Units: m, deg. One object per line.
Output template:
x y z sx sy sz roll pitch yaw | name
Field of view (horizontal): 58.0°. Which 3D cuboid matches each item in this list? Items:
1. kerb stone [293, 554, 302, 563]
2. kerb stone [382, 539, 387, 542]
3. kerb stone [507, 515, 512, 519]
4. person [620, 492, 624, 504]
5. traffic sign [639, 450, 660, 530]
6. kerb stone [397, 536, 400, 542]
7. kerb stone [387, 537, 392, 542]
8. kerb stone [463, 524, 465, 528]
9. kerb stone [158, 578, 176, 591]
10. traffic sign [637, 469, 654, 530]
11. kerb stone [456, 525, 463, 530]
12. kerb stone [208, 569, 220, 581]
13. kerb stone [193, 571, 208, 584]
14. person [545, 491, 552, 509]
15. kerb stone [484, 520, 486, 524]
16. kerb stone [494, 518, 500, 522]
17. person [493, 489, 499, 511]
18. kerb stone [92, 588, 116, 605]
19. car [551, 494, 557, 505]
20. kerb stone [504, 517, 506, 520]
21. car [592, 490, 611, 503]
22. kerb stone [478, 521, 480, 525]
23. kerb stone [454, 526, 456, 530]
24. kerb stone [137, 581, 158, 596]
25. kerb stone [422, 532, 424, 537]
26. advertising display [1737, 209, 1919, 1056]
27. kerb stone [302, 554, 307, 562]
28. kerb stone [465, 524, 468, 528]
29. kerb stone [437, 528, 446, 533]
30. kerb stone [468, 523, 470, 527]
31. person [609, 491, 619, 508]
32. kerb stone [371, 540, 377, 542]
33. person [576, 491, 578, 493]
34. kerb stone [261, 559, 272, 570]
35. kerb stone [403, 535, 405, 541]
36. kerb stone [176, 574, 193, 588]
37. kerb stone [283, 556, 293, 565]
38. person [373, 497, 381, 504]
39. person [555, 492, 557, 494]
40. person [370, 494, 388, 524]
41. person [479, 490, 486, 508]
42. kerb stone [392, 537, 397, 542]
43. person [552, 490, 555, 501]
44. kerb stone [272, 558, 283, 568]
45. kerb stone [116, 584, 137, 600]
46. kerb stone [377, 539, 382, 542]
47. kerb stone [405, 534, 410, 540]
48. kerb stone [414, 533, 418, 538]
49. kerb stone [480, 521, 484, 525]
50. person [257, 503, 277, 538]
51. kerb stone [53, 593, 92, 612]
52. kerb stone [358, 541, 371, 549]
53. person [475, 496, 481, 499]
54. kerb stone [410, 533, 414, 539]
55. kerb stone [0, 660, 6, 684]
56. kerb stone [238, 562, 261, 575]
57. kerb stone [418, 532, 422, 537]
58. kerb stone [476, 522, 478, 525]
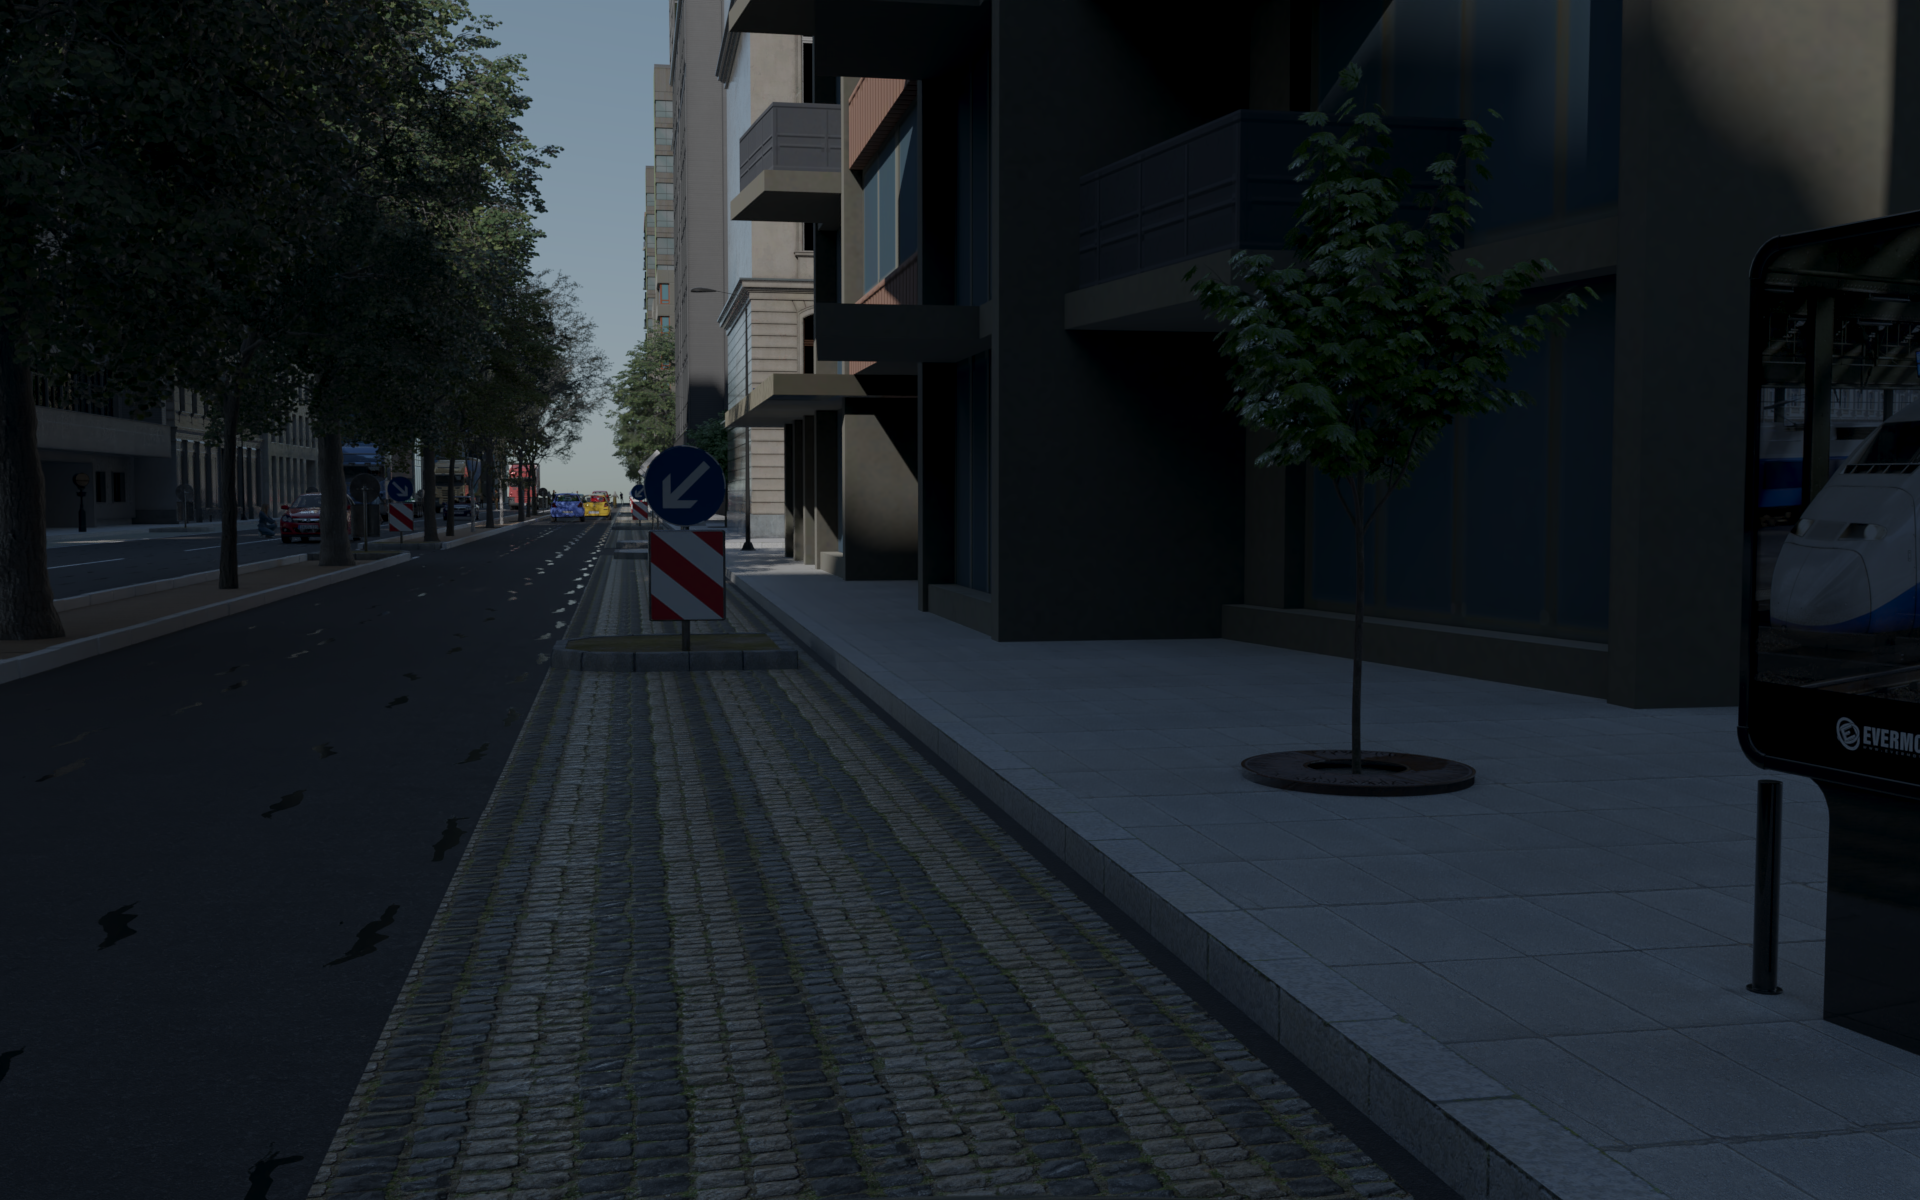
-13.776 -0.826 35.702 0.120 0.150 1.000 -1 4 -11 | kerb stone
-16.184 -1.597 48.309 0.120 0.150 1.000 -1 4 -11 | kerb stone
-26.033 -4.739 99.671 0.120 0.150 1.000 -1 4 -11 | kerb stone
-47.881 -14.436 244.979 0.683 1.767 0.568 1 4 12 | person
-6.821 -2.166 39.059 0.795 2.450 0.064 -1 4 -11 | traffic sign
-16.769 -1.782 51.332 0.120 0.150 1.000 -1 4 -11 | kerb stone
-16.378 -1.656 49.320 0.120 0.150 1.000 -1 4 -11 | kerb stone
-20.630 -3.013 71.480 0.120 0.150 1.000 -1 4 -11 | kerb stone
-11.838 -0.209 25.634 0.120 0.150 1.000 -1 4 -11 | kerb stone
-8.324 -2.646 46.902 0.795 2.450 0.064 -1 4 -11 | traffic sign
-20.435 -2.948 70.472 0.120 0.150 1.000 -1 4 -11 | kerb stone
-12.411 -0.395 28.647 0.120 0.150 1.000 -1 4 -11 | kerb stone
-12.223 -0.333 27.642 0.120 0.150 1.000 -1 4 -11 | kerb stone
-39.224 -9.548 165.343 1.217 1.736 0.721 -1 4 -12 | person
-22.554 -3.625 81.537 0.120 0.150 1.000 -1 4 -11 | kerb stone
-24.684 -4.308 92.631 0.120 0.150 1.000 -1 4 -11 | kerb stone
-39.536 -8.531 147.620 0.705 1.869 1.348 -2 4 -28 | person
-11.261 -0.025 22.606 0.120 0.150 1.000 -1 4 -11 | kerb stone
-51.933 -13.099 223.754 1.945 1.707 3.694 -1 4 -11 | car
-25.065 -4.431 94.643 0.120 0.150 1.000 -1 4 -11 | kerb stone
-37.270 -10.439 179.343 2.281 1.827 5.304 -1 4 -12 | car
-21.984 -3.441 78.524 0.120 0.150 1.000 -1 4 -11 | kerb stone
-19.855 -2.768 67.459 0.120 0.150 1.000 -1 4 -11 | kerb stone
-11.643 -0.148 24.621 0.120 0.150 1.000 -1 4 -11 | kerb stone
-17.926 -2.152 57.385 0.120 0.150 1.000 -1 4 -11 | kerb stone
2.207 0.074 4.010 0.123 1.923 0.974 -1 4 -17 | advertising display
-13.961 -0.888 36.711 0.120 0.150 1.000 -1 4 -11 | kerb stone
-20.816 -3.075 72.488 0.120 0.150 1.000 -1 4 -11 | kerb stone
-19.283 -2.584 64.441 0.120 0.150 1.000 -1 4 -11 | kerb stone
-21.011 -3.135 73.492 0.120 0.150 1.000 -1 4 -11 | kerb stone
-34.713 -10.072 173.909 0.721 1.736 1.217 3 4 39 | person
-15.801 -1.465 46.298 0.120 0.150 1.000 -1 4 -11 | kerb stone
-35.600 -9.281 160.958 1.217 1.735 0.721 0 4 8 | person
-13.189 -0.641 32.671 0.120 0.150 1.000 -1 4 -11 | kerb stone
-16.961 -1.844 52.339 0.120 0.150 1.000 -1 4 -11 | kerb stone
-12.024 -0.264 26.640 0.120 0.150 1.000 -1 4 -11 | kerb stone
-13.580 -0.761 34.694 0.120 0.150 1.000 -1 4 -11 | kerb stone
-27.210 -4.302 80.651 0.330 1.601 0.589 1 4 16 | person
-57.651 -14.526 246.514 0.721 1.766 1.217 -1 4 -8 | person
-27.250 -4.476 81.907 1.509 1.804 0.699 -2 4 -24 | person
-49.532 -10.436 179.227 1.348 1.812 0.705 1 4 9 | person
-16.571 -1.717 50.324 0.120 0.150 1.000 -1 4 -11 | kerb stone
-37.050 -9.150 158.126 0.705 1.821 1.348 0 3 0 | person
-13.387 -0.703 33.690 0.120 0.150 1.000 -1 4 -11 | kerb stone
-11.454 -0.086 23.610 0.120 0.150 1.000 -1 4 -11 | kerb stone
-15.996 -1.531 47.305 0.120 0.150 1.000 -1 4 -11 | kerb stone
-17.152 -1.905 53.353 0.120 0.150 1.000 -1 4 -11 | kerb stone
-17.534 -2.026 55.367 0.120 0.150 1.000 -1 4 -11 | kerb stone
-22.359 -3.568 80.534 0.120 0.150 1.000 -1 4 -11 | kerb stone
-22.591 -2.611 56.688 0.738 1.151 1.012 0 4 -7 | person
-11.074 0.048 21.601 0.120 0.150 1.000 -1 4 -11 | kerb stone
-15.612 -1.412 45.290 0.120 0.150 1.000 -1 4 -11 | kerb stone
-46.570 -9.665 166.604 1.350 1.814 0.705 3 5 39 | person
-17.346 -1.967 54.356 0.120 0.150 1.000 -1 4 -11 | kerb stone
-7.276 0.566 12.947 0.120 0.150 1.000 -1 4 -11 | kerb stone
-12.998 -0.579 31.663 0.120 0.150 1.000 -1 4 -11 | kerb stone
-17.733 -2.090 56.375 0.120 0.150 1.000 -1 4 -11 | kerb stone
-21.782 -3.383 77.508 0.120 0.150 1.000 -1 4 -11 | kerb stone
